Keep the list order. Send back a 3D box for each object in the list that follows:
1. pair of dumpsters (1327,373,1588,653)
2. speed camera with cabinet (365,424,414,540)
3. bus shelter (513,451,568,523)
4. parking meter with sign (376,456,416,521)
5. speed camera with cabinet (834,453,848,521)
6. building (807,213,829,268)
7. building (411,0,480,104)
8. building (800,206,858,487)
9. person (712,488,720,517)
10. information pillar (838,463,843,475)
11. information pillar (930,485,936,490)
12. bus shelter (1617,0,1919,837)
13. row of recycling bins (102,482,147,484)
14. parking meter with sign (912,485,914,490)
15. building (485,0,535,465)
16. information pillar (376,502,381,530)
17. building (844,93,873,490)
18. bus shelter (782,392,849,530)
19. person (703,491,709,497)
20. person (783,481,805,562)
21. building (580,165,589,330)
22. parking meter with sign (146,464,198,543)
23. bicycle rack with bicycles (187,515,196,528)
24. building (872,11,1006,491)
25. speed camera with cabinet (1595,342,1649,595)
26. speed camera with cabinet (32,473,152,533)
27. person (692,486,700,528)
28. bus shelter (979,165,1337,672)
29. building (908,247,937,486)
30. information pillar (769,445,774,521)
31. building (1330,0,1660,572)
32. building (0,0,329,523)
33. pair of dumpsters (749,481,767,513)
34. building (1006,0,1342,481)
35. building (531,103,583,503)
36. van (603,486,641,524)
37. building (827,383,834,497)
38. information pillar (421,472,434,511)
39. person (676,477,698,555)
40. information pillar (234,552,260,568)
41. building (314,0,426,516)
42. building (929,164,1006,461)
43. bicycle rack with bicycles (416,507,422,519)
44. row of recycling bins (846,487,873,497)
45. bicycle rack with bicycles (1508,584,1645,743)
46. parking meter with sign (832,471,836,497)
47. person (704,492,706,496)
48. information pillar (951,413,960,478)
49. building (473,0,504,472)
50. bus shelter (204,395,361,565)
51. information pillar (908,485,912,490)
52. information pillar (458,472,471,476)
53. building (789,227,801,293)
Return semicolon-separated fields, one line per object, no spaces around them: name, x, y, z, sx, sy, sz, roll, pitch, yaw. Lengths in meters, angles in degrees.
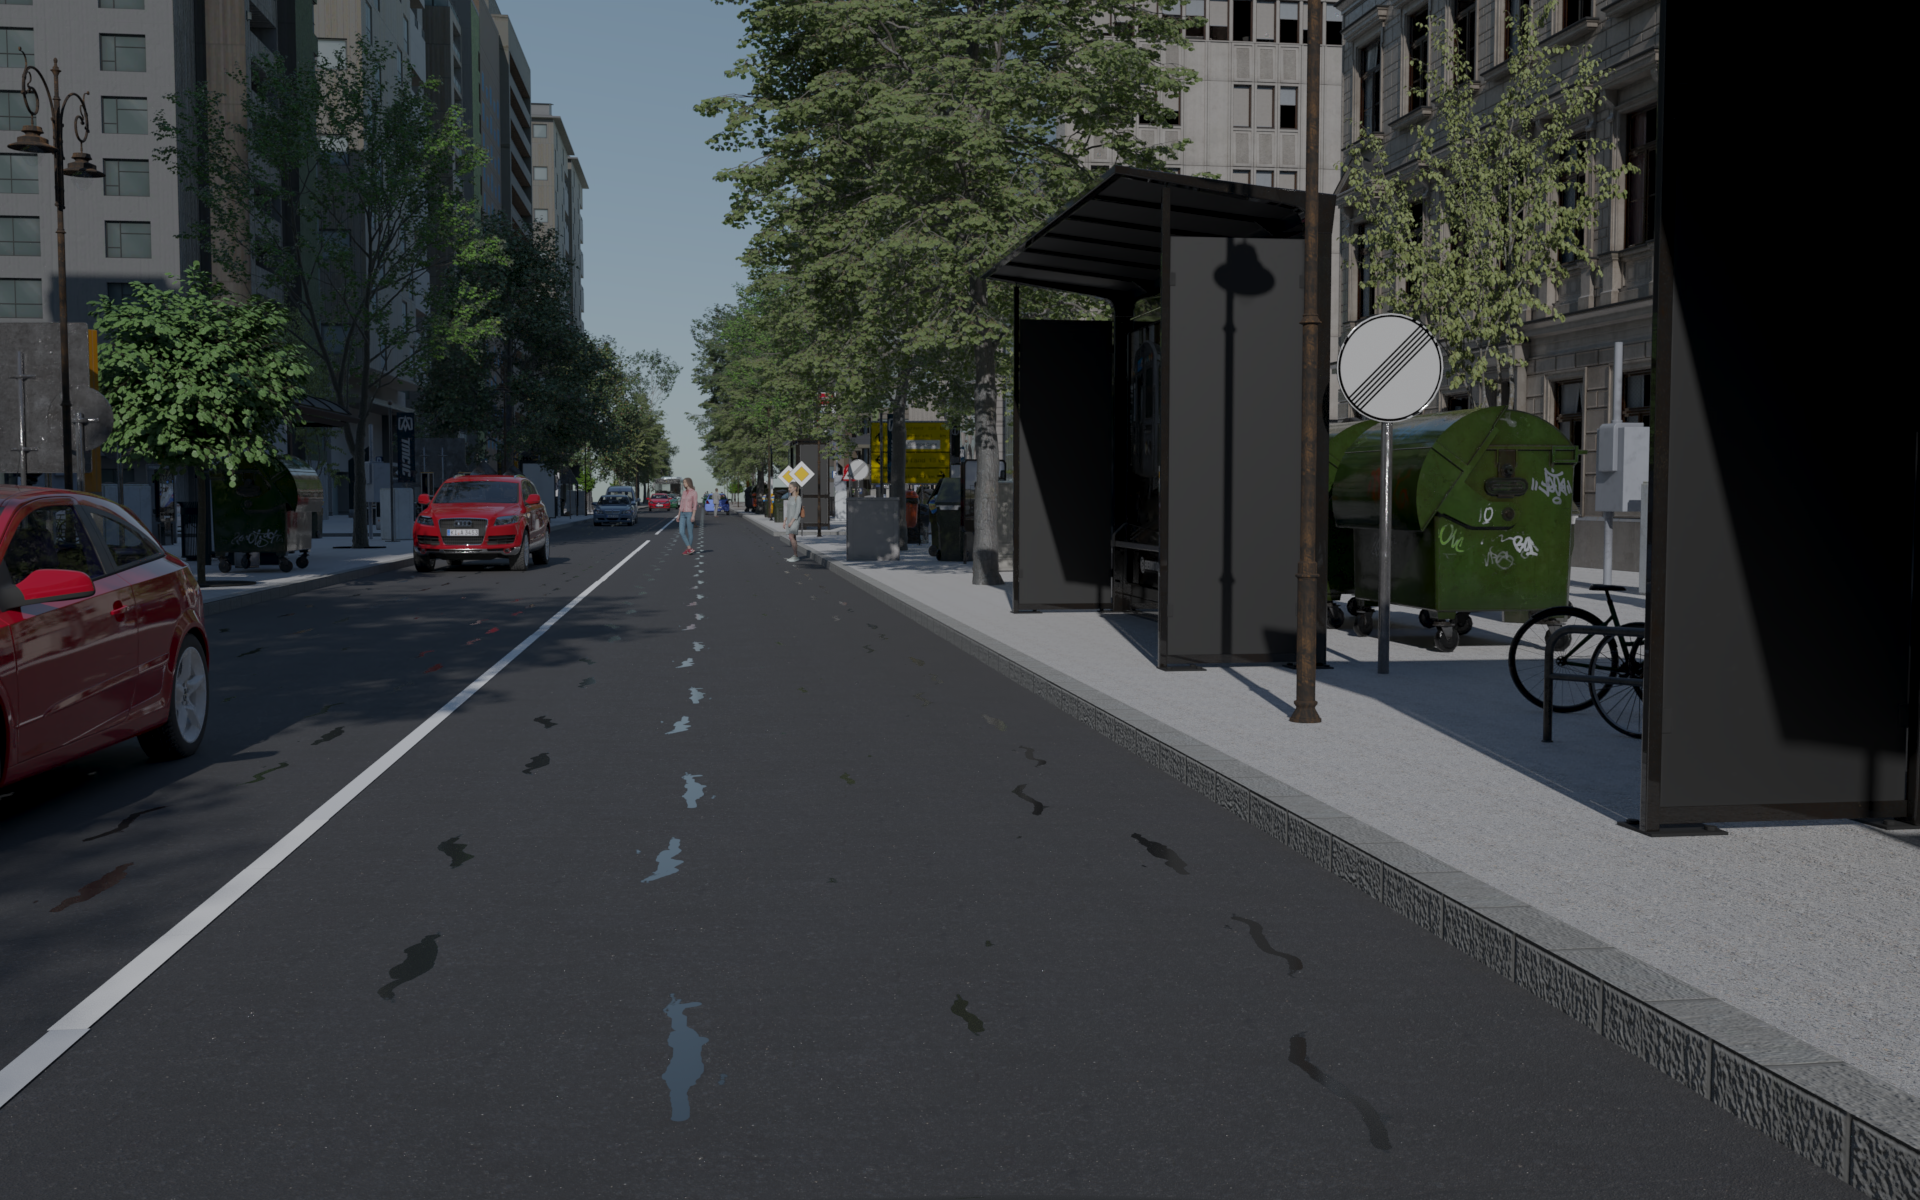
pair of dumpsters;4.053;-0.826;15.991;1.574;2.255;4.437;-1;4;-8
speed camera with cabinet;-16.076;-3.326;48.710;0.660;3.252;2.038;-3;5;-42
bus shelter;-18.954;-5.182;78.645;2.014;3.302;5.546;-1;4;-9
parking meter with sign;-26.346;-5.181;80.974;0.543;3.016;1.738;3;5;42
speed camera with cabinet;-5.726;-5.441;83.297;0.660;3.252;2.038;0;4;-4
building;-15.314;-34.759;251.905;14.154;41.232;14.086;-1;4;-8
building;-45.832;-27.738;137.105;14.154;41.232;14.086;-1;4;-8
building;-17.070;-37.656;265.791;14.600;45.320;14.200;-1;4;-8
person;-15.074;-6.044;107.526;0.606;1.804;0.583;2;4;25
information pillar;-8.567;-8.052;123.005;0.504;3.616;0.183;-1;4;-9
information pillar;-1.289;-4.982;85.939;0.304;2.012;0.304;2;4;35
bus shelter;3.502;-0.749;3.537;1.731;3.624;6.357;-1;4;-8
row of recycling bins;-28.950;-3.218;59.730;1.069;1.692;3.534;2;4;24
parking meter with sign;-2.900;-7.298;115.583;0.543;3.016;1.738;-1;4;-18
building;-53.372;-33.309;168.306;21.300;48.544;21.600;-1;4;-8
information pillar;-20.711;-3.519;62.028;0.304;2.012;0.304;2;4;30
building;-0.103;-31.703;172.965;22.147;44.769;28.867;-1;4;-8
bus shelter;-5.564;-5.378;65.561;2.179;5.291;8.768;-1;4;-8
person;-35.828;-14.528;245.665;1.348;1.869;0.705;-1;4;-15
person;-3.547;-1.679;36.953;0.522;1.701;0.512;-3;4;-38
building;-71.429;-41.210;263.026;28.713;52.752;27.495;-1;4;-8
parking meter with sign;-20.756;-2.981;45.003;1.738;3.016;0.543;-1;4;-21
bicycle rack with bicycles;-29.987;-3.165;65.123;2.925;0.926;2.852;-2;4;-34
building;-0.833;-28.591;151.054;14.154;41.232;14.086;-1;4;-8
speed camera with cabinet;8.882;-1.692;22.008;0.660;3.252;2.038;-1;4;-10
speed camera with cabinet;-14.414;-2.097;28.624;0.660;3.252;2.038;2;4;24
person;-11.232;-3.923;73.043;0.661;1.777;0.834;3;4;36
bus shelter;1.507;-1.488;15.605;1.731;3.624;6.357;-1;4;-8
building;2.401;-17.786;126.960;11.583;22.565;21.152;-1;4;-8
information pillar;-9.072;-5.624;83.303;0.183;3.616;0.504;-1;4;-11
building;15.015;-10.329;33.511;10.561;19.102;19.286;-1;4;-8
building;-37.393;-18.706;77.544;14.160;30.474;14.107;-1;4;-8
pair of dumpsters;-13.678;-7.136;119.162;1.574;2.255;4.437;-1;4;-9
building;12.936;-15.981;79.309;19.932;24.808;12.078;-1;4;-8
building;-67.648;-39.548;235.843;28.713;52.752;27.495;-1;4;-8
van;-16.744;-4.792;85.363;2.013;2.044;4.112;-1;4;-10
building;-12.923;-28.542;238.363;14.160;30.474;14.107;-1;4;-8
information pillar;-17.991;-3.306;58.539;0.304;2.012;0.304;1;4;16
person;-6.445;-1.977;40.827;0.555;1.821;0.388;1;4;23
information pillar;-12.388;-1.562;30.038;0.304;2.012;0.304;1;4;11
building;-49.473;-31.866;110.247;28.713;52.752;27.495;-1;4;-8
building;5.979;-16.069;104.526;13.314;21.916;24.055;-1;4;-8
bicycle rack with bicycles;-26.271;-4.553;87.829;2.852;0.926;2.925;0;4;-2
row of recycling bins;-5.631;-6.112;107.036;3.534;1.692;1.069;1;4;17
bicycle rack with bicycles;4.258;0.257;9.188;2.925;0.926;2.852;3;5;44
parking meter with sign;-9.232;-8.168;129.801;0.543;3.016;1.738;-1;4;-9
person;-35.956;-14.390;244.687;0.541;1.710;0.530;1;4;15
information pillar;-0.211;-3.557;49.516;0.504;3.616;0.183;0;4;2
building;-47.840;-30.645;151.160;14.600;45.320;14.200;-1;4;-8
bus shelter;-13.185;-2.427;33.600;2.014;3.302;5.546;-1;4;-8
information pillar;-3.373;-7.024;119.336;0.304;2.012;0.304;3;5;41
information pillar;-16.706;-3.302;58.475;0.304;2.012;0.304;3;4;36
building;-16.733;-40.418;284.530;21.300;48.544;21.600;-1;4;-8
